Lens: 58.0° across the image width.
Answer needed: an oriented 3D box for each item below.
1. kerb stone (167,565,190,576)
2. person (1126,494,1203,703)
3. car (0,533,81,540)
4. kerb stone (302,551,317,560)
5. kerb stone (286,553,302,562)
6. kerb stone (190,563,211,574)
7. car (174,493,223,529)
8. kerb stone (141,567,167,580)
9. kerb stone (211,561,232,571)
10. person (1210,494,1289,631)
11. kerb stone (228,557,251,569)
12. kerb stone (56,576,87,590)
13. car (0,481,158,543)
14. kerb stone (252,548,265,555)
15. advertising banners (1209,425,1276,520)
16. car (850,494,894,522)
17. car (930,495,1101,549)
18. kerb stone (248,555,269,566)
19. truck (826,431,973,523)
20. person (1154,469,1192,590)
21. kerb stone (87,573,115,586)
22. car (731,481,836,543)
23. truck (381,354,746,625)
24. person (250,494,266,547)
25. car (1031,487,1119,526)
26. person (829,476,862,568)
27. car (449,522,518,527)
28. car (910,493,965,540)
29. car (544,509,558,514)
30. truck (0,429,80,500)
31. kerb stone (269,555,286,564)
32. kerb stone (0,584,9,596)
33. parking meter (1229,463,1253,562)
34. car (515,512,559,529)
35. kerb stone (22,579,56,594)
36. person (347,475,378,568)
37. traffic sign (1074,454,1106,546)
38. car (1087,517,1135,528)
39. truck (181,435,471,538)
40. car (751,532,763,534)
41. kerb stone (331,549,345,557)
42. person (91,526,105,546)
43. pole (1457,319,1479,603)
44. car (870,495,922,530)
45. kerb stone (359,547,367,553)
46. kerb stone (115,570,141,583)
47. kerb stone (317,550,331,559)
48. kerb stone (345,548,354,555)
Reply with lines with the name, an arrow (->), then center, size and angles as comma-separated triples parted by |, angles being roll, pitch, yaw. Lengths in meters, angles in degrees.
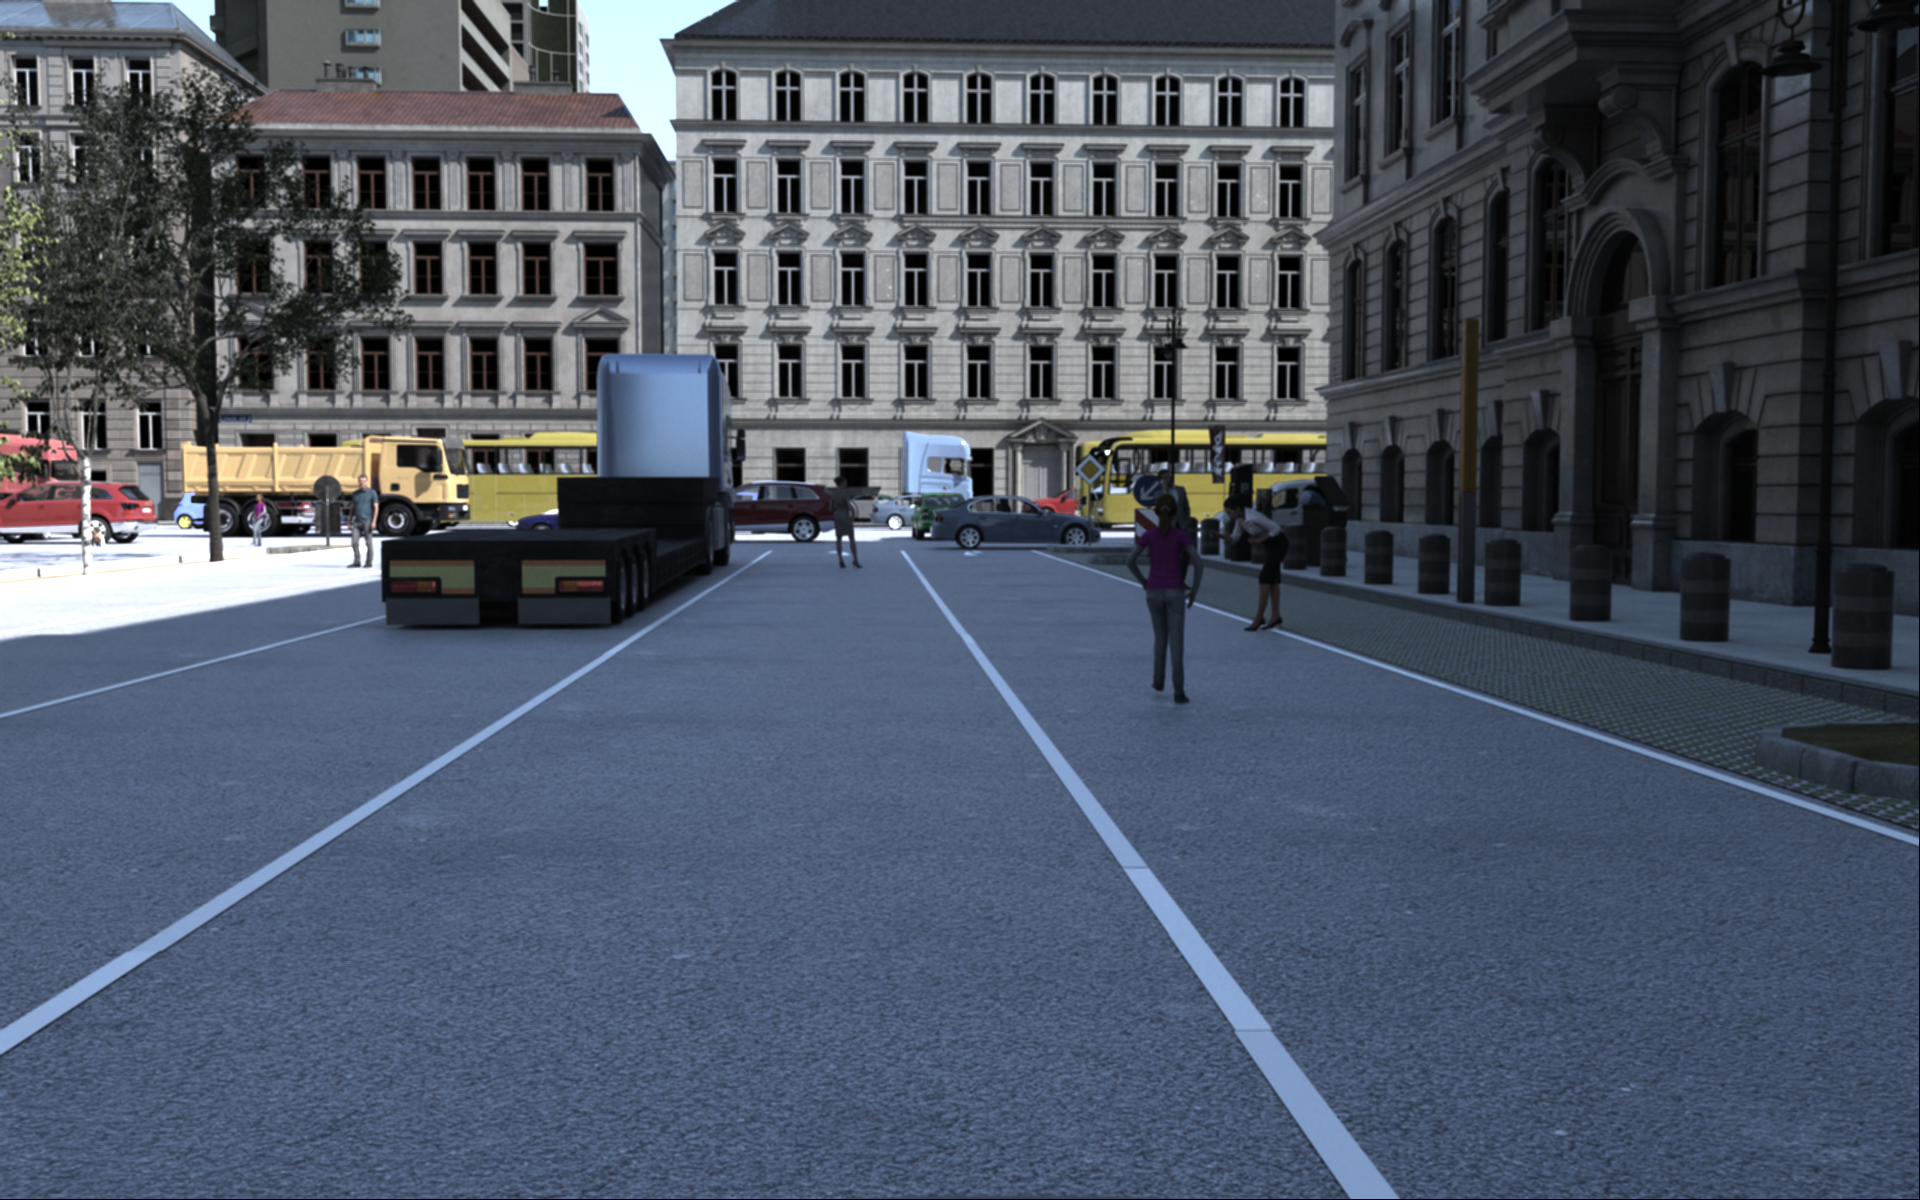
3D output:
kerb stone -> -13.867, -0.507, 30.520 | 0.120, 0.150, 1.000 | 0, 4, -3
person -> 1.434, -0.019, 12.052 | 0.726, 1.435, 0.776 | 1, 4, 10
car -> -29.139, -2.571, 54.622 | 1.945, 1.354, 3.894 | 0, 4, -4
kerb stone -> -14.291, -0.950, 37.727 | 0.120, 0.150, 1.000 | 0, 4, -3
kerb stone -> -14.228, -0.883, 36.696 | 0.120, 0.150, 1.000 | 0, 4, -3
kerb stone -> -13.934, -0.572, 31.546 | 0.120, 0.150, 1.000 | 0, 4, -3
car -> -30.372, -3.784, 71.456 | 3.694, 1.707, 1.945 | 0, 4, -4
kerb stone -> -13.807, -0.446, 29.481 | 0.120, 0.150, 1.000 | 0, 4, -3
kerb stone -> -13.990, -0.632, 32.578 | 0.120, 0.150, 1.000 | 0, 4, -3
person -> 3.074, -0.398, 18.190 | 0.628, 1.438, 0.799 | 3, 4, 36
kerb stone -> -14.051, -0.694, 33.611 | 0.120, 0.150, 1.000 | 0, 4, -3
kerb stone -> -13.632, -0.256, 26.385 | 0.120, 0.150, 1.000 | 0, 4, -3
car -> -26.159, -2.541, 50.220 | 5.304, 1.827, 2.281 | 0, 4, -2
kerb stone -> -16.550, -1.130, 40.676 | 0.120, 0.150, 1.000 | 0, 4, -3
advertising banners -> 7.032, -2.885, 43.356 | 0.090, 3.025, 2.074 | -3, 5, -43
car -> -4.385, -4.069, 78.332 | 4.920, 1.459, 2.131 | 0, 4, -2
car -> 1.463, -2.057, 45.639 | 4.499, 1.417, 2.014 | 0, 4, -3
kerb stone -> -14.107, -0.761, 34.641 | 0.120, 0.150, 1.000 | 0, 4, -3
truck -> -8.155, -5.197, 74.727 | 18.799, 4.110, 2.967 | 0, 4, -3
person -> 3.191, -1.050, 25.850 | 0.592, 1.802, 0.473 | 0, 4, 3
kerb stone -> -13.693, -0.319, 27.411 | 0.120, 0.150, 1.000 | 0, 4, -3
car -> -6.135, -2.651, 52.016 | 5.304, 1.827, 2.281 | 0, 4, -2
truck -> -5.427, -2.308, 27.501 | 2.967, 4.110, 18.799 | 0, 4, -3
person -> -19.027, -2.141, 46.736 | 0.726, 1.435, 0.776 | 2, 4, 27
car -> 5.439, -4.333, 79.521 | 5.304, 1.827, 2.281 | 0, 4, -5
person -> -2.236, -1.523, 33.738 | 0.599, 1.781, 0.374 | 2, 4, 29
car -> -20.990, -4.108, 75.838 | 5.304, 1.827, 2.281 | 0, 4, -3
car -> -0.595, -2.856, 55.500 | 1.959, 1.807, 4.718 | 0, 4, -5
car -> -13.378, -3.214, 64.918 | 4.827, 1.381, 2.083 | 0, 4, -3
truck -> -43.595, -5.268, 75.048 | 11.283, 4.237, 2.839 | 0, 4, -2
kerb stone -> -14.168, -0.824, 35.667 | 0.120, 0.150, 1.000 | 0, 4, -3
kerb stone -> -13.519, -0.131, 24.332 | 0.120, 0.150, 1.000 | 0, 4, -3
parking meter -> 5.346, -1.667, 32.972 | 0.399, 1.863, 0.255 | -1, 4, -18
car -> -10.274, -2.171, 48.072 | 3.894, 1.354, 1.945 | 0, 4, -5
kerb stone -> -13.575, -0.193, 25.359 | 0.120, 0.150, 1.000 | 0, 4, -3
person -> -11.649, -1.535, 33.730 | 0.598, 1.807, 0.434 | 1, 4, 22
traffic sign -> 3.214, -2.404, 42.942 | 0.795, 2.450, 0.064 | 0, 4, -3
car -> 7.658, -3.778, 74.131 | 4.827, 1.381, 2.083 | 0, 4, -2
truck -> -20.735, -3.809, 58.208 | 9.791, 3.379, 3.469 | 0, 4, -1
car -> -8.501, -3.218, 62.202 | 3.694, 1.707, 1.945 | 0, 4, -1
kerb stone -> -14.406, -1.076, 39.780 | 0.120, 0.150, 1.000 | 0, 4, -3
person -> -23.677, -1.747, 47.536 | 0.357, 0.543, 0.381 | -2, 4, -35
pole -> 5.963, -1.620, 20.333 | 0.158, 3.312, 0.155 | 0, 3, 0
car -> -1.350, -3.525, 69.630 | 4.499, 1.417, 2.014 | 0, 4, -2
kerb stone -> -14.520, -1.196, 41.841 | 0.120, 0.150, 1.000 | 0, 4, -3
kerb stone -> -13.758, -0.373, 28.446 | 0.120, 0.150, 1.000 | 0, 4, -3
kerb stone -> -14.347, -1.011, 38.754 | 0.120, 0.150, 1.000 | 0, 4, -3
kerb stone -> -14.454, -1.137, 40.814 | 0.120, 0.150, 1.000 | 0, 4, -3
